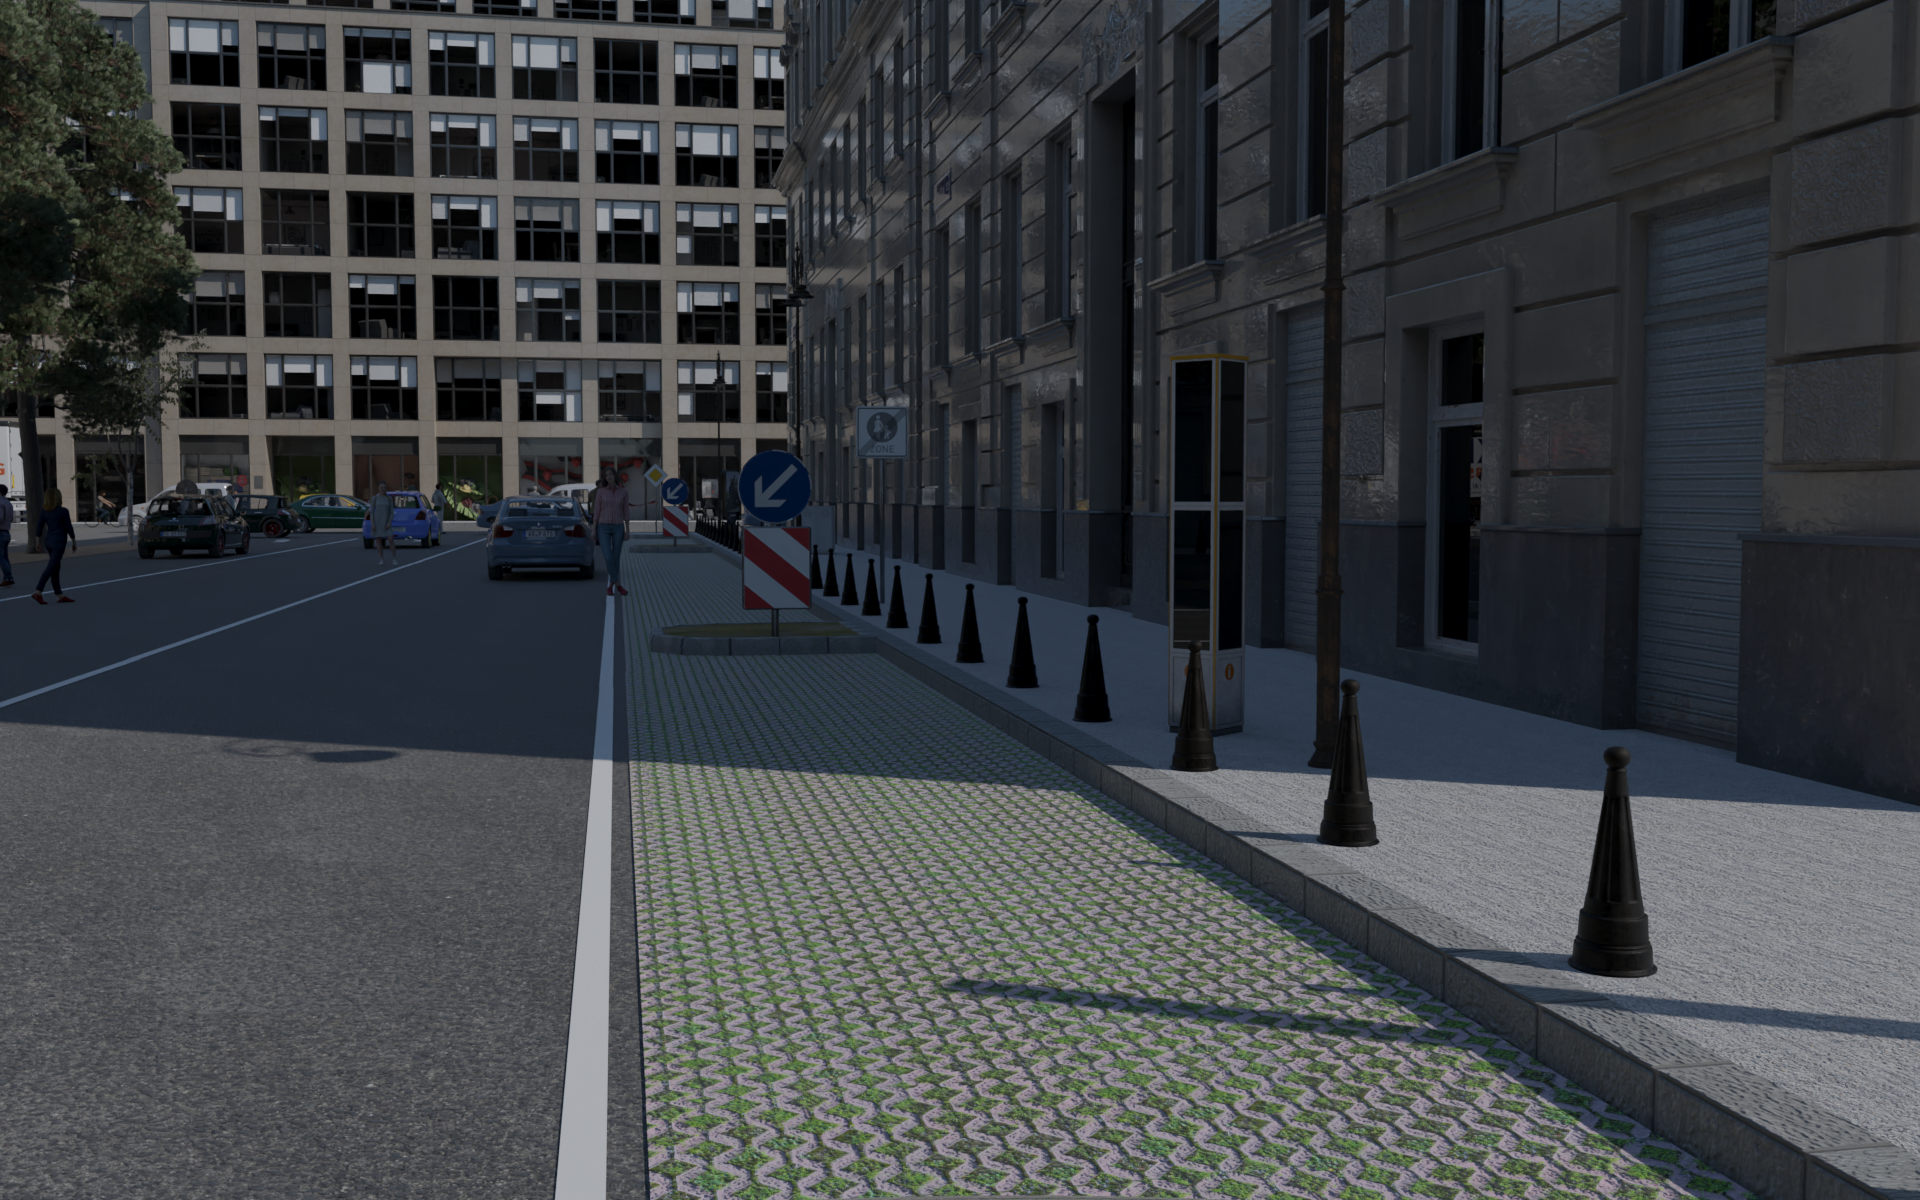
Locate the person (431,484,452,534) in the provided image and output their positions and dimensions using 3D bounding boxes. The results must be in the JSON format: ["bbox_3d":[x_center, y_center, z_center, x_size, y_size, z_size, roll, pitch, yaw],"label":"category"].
[{"bbox_3d":[-18.588,-3.270,62.115,0.875,1.805,0.789,3,4,38],"label":"person"}]

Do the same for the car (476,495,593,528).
[{"bbox_3d":[-14.891,-3.037,61.656,4.499,1.417,2.014,-1,4,-10],"label":"car"}]

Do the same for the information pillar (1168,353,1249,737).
[{"bbox_3d":[1.326,-0.292,9.269,0.304,2.012,0.304,3,5,42],"label":"information pillar"}]

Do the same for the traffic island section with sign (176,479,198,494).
[{"bbox_3d":[-24.074,-2.782,53.615,2.006,1.907,1.989,-1,4,-11],"label":"traffic island section with sign"}]

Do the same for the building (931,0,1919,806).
[{"bbox_3d":[7.153,-13.565,19.053,12.463,27.353,25.104,-1,4,-11],"label":"building"}]

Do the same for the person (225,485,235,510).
[{"bbox_3d":[-22.113,-2.630,52.509,0.522,1.701,0.512,-1,4,-19],"label":"person"}]

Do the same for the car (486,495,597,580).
[{"bbox_3d":[-7.279,-1.117,30.273,2.014,1.417,4.499,-1,4,-12],"label":"car"}]

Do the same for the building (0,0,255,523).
[{"bbox_3d":[-54.668,-17.084,83.834,34.151,26.468,19.350,-1,4,-11],"label":"building"}]

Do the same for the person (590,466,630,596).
[{"bbox_3d":[-4.915,-0.968,24.337,0.555,1.821,0.388,-2,4,-23],"label":"person"}]

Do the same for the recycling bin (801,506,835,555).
[{"bbox_3d":[-3.044,-1.497,37.031,0.722,1.027,0.722,0,4,-1],"label":"recycling bin"}]

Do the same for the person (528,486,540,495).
[{"bbox_3d":[-18.277,-4.007,74.408,0.661,1.777,0.834,0,4,1],"label":"person"}]

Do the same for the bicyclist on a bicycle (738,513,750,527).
[{"bbox_3d":[-8.485,-3.807,72.265,1.625,1.676,1.499,-1,4,-13],"label":"bicyclist on a bicycle"}]

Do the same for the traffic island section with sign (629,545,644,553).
[{"bbox_3d":[-7.150,-2.081,42.658,1.989,1.847,2.006,-1,4,-11],"label":"traffic island section with sign"}]

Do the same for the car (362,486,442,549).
[{"bbox_3d":[-15.029,-2.272,46.734,1.945,1.707,3.694,-1,4,-11],"label":"car"}]

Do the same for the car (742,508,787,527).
[{"bbox_3d":[-5.973,-3.262,65.341,4.499,1.417,2.014,-1,4,-12],"label":"car"}]

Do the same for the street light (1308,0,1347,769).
[{"bbox_3d":[1.731,-2.153,7.987,0.468,5.910,1.993,-1,4,-11],"label":"street light"}]

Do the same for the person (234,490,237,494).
[{"bbox_3d":[-30.115,-3.763,71.989,0.435,1.587,0.963,0,4,6],"label":"person"}]

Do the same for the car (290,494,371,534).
[{"bbox_3d":[-22.786,-3.185,63.881,4.920,1.459,2.131,-1,4,-11],"label":"car"}]

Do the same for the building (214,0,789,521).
[{"bbox_3d":[-21.070,-17.458,89.960,34.151,26.468,19.350,-1,4,-11],"label":"building"}]

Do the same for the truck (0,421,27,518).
[{"bbox_3d":[-41.985,-4.740,66.406,11.283,4.237,2.839,-1,4,-10],"label":"truck"}]

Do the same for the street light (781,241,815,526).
[{"bbox_3d":[-2.980,-3.615,31.891,0.468,5.910,1.993,-1,4,-11],"label":"street light"}]

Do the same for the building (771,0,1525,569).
[{"bbox_3d":[2.330,-15.084,43.888,12.463,27.353,25.104,-1,4,-11],"label":"building"}]

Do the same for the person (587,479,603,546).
[{"bbox_3d":[-10.017,-2.423,48.028,0.656,1.842,0.836,0,4,-6],"label":"person"}]

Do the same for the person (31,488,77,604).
[{"bbox_3d":[-11.874,-0.710,22.656,0.480,1.512,0.613,0,4,0],"label":"person"}]

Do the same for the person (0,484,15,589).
[{"bbox_3d":[-14.601,-0.972,26.352,0.435,1.587,0.963,-1,4,-15],"label":"person"}]

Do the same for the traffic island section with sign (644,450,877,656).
[{"bbox_3d":[-1.901,-0.464,16.217,1.989,1.847,2.006,-1,4,-11],"label":"traffic island section with sign"}]

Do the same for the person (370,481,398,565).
[{"bbox_3d":[-11.647,-1.558,34.973,0.512,1.701,0.522,-2,4,-24],"label":"person"}]

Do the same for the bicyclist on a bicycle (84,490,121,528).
[{"bbox_3d":[-36.664,-3.926,74.205,1.625,1.676,1.499,-1,4,-10],"label":"bicyclist on a bicycle"}]

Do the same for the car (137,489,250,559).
[{"bbox_3d":[-17.588,-1.840,39.866,2.009,1.686,4.222,-1,4,-11],"label":"car"}]

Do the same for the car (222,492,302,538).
[{"bbox_3d":[-23.796,-2.866,56.653,4.222,1.686,2.009,-1,4,-12],"label":"car"}]

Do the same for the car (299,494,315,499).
[{"bbox_3d":[-27.191,-4.004,75.691,3.980,1.641,2.015,-1,4,-11],"label":"car"}]

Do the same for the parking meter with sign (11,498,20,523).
[{"bbox_3d":[-41.516,-4.855,75.644,1.738,3.016,0.543,0,4,-7],"label":"parking meter with sign"}]
